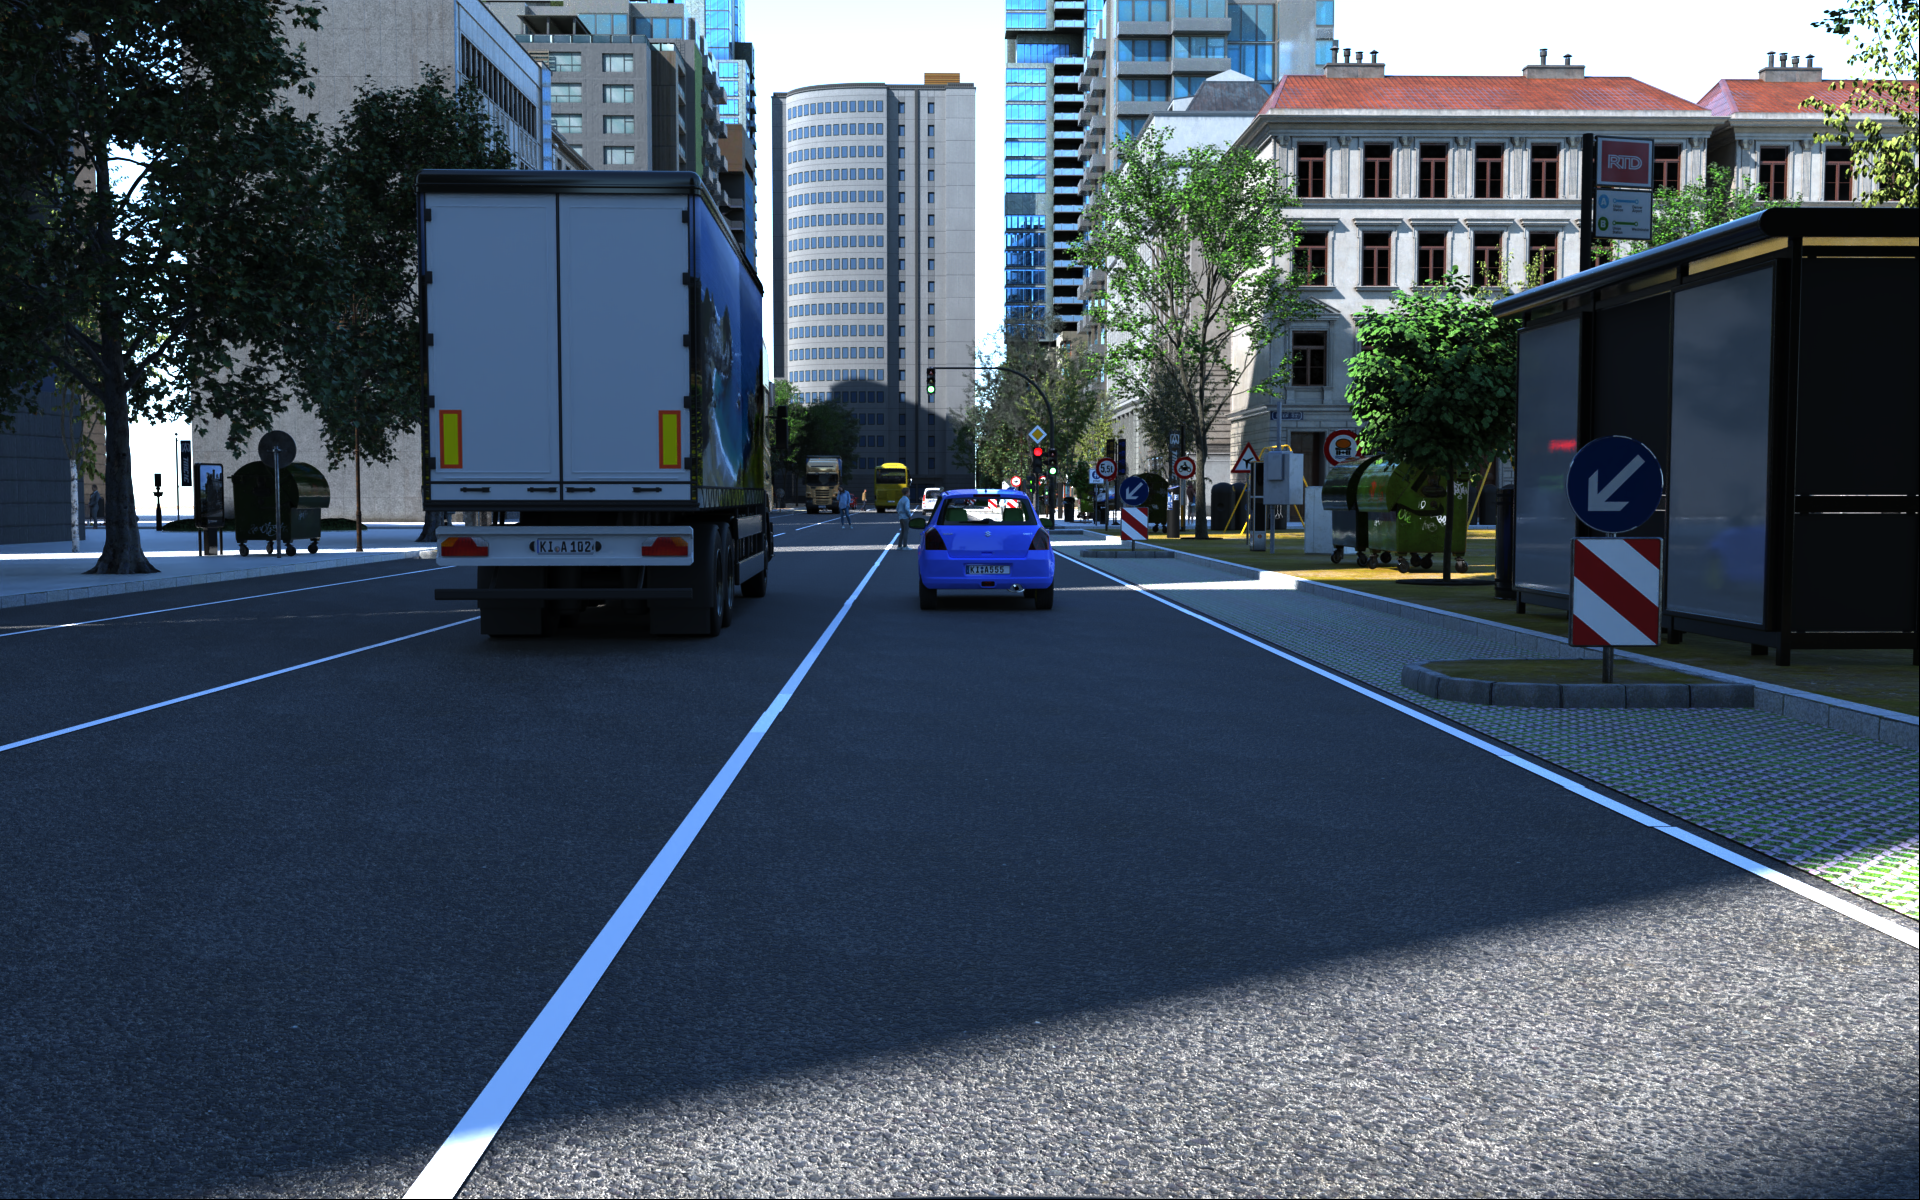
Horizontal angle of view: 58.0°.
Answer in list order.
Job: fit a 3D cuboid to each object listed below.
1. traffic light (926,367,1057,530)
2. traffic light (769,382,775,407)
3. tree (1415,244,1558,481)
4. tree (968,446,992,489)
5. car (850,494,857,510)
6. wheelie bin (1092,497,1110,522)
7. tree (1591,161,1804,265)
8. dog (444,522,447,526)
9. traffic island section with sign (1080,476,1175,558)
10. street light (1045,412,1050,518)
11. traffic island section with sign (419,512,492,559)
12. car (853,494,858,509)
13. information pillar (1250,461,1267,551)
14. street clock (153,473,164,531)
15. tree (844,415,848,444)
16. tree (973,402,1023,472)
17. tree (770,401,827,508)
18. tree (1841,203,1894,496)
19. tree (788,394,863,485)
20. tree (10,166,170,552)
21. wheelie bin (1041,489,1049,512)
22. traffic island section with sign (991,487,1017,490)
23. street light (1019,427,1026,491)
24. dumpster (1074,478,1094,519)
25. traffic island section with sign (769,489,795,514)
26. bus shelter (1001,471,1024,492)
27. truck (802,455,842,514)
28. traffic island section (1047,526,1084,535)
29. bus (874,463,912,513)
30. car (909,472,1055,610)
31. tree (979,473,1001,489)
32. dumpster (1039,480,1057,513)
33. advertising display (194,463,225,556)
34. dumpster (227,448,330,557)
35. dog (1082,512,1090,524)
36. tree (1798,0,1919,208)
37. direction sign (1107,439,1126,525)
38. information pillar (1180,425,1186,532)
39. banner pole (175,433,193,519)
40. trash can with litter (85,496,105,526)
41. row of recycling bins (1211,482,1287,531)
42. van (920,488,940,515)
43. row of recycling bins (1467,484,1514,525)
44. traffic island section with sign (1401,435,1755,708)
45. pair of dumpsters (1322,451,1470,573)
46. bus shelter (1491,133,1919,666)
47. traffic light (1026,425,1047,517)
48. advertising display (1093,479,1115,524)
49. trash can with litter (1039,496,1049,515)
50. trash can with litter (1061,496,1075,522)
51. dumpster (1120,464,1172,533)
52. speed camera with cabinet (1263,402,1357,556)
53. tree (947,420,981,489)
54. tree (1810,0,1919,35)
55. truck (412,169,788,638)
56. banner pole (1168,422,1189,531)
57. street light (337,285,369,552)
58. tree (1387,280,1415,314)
[{"bbox_3d":[1.184,-5.340,61.969,4.771,5.953,1.251,0,4,-1],"label":"traffic light"},{"bbox_3d":[-9.850,-5.825,69.901,4.771,5.953,1.251,0,4,-1],"label":"traffic light"},{"bbox_3d":[16.802,-6.164,51.147,4.737,8.622,4.395,0,3,0],"label":"tree"},{"bbox_3d":[3.059,-14.399,185.780,4.737,8.622,4.395,0,3,0],"label":"tree"},{"bbox_3d":[-10.573,-9.267,160.555,2.155,1.783,4.494,0,3,0],"label":"car"},{"bbox_3d":[6.656,-4.465,80.918,0.980,1.594,0.693,-2,4,-35],"label":"wheelie bin"},{"bbox_3d":[24.345,-7.933,55.462,9.928,11.665,9.643,0,3,0],"label":"tree"},{"bbox_3d":[-20.334,-3.131,68.933,0.550,0.427,0.748,0,4,-7],"label":"dog"},{"bbox_3d":[3.763,-1.882,39.406,1.989,1.847,2.006,0,4,-1],"label":"traffic island section with sign"},{"bbox_3d":[4.727,-7.404,93.851,0.468,5.910,1.993,0,4,-1],"label":"street light"},{"bbox_3d":[-11.060,-1.885,39.449,1.989,1.847,2.006,0,4,-1],"label":"traffic island section with sign"},{"bbox_3d":[-10.973,-9.766,168.721,2.155,1.783,4.494,0,4,-2],"label":"car"},{"bbox_3d":[6.682,-2.098,38.793,0.304,2.012,0.304,0,4,-6],"label":"information pillar"},{"bbox_3d":[-27.953,-3.415,60.401,0.358,2.002,0.471,-2,4,-25],"label":"street clock"},{"bbox_3d":[-16.625,-16.303,192.313,9.928,11.665,9.643,0,3,0],"label":"tree"},{"bbox_3d":[4.402,-13.332,152.392,8.767,10.594,7.601,3,5,44],"label":"tree"},{"bbox_3d":[-17.164,-15.010,179.817,8.767,10.594,7.601,2,4,26],"label":"tree"},{"bbox_3d":[21.903,-5.679,43.221,4.360,8.622,3.978,0,3,0],"label":"tree"},{"bbox_3d":[-17.111,-19.202,220.611,9.857,13.997,8.962,0,3,0],"label":"tree"},{"bbox_3d":[-19.313,-5.366,38.104,4.737,8.622,4.395,0,3,0],"label":"tree"},{"bbox_3d":[5.625,-6.296,110.843,0.980,1.594,0.693,-3,5,-41],"label":"wheelie bin"},{"bbox_3d":[2.675,-5.273,94.843,1.989,1.847,2.006,0,4,-1],"label":"traffic island section with sign"},{"bbox_3d":[4.238,-8.962,119.317,0.468,5.910,1.993,0,4,-1],"label":"street light"},{"bbox_3d":[6.706,-5.321,89.500,1.502,2.255,1.985,0,4,-1],"label":"dumpster"},{"bbox_3d":[-12.688,-6.969,122.575,1.989,1.847,2.006,0,4,-1],"label":"traffic island section with sign"},{"bbox_3d":[4.204,-8.878,139.084,2.014,3.302,5.546,0,4,-1],"label":"bus shelter"},{"bbox_3d":[-10.023,-8.499,127.876,2.839,4.237,11.283,0,4,-3],"label":"truck"},{"bbox_3d":[3.314,-2.446,62.266,2.009,0.180,2.903,0,4,-1],"label":"traffic island section"},{"bbox_3d":[-5.280,-8.853,136.292,2.896,3.916,12.252,0,4,-1],"label":"bus"},{"bbox_3d":[0.291,-0.808,22.805,1.945,1.707,3.694,0,4,-2],"label":"car"},{"bbox_3d":[3.844,-13.313,201.385,4.285,4.588,4.351,0,3,0],"label":"tree"},{"bbox_3d":[5.812,-7.021,117.293,1.502,2.255,1.985,0,4,-1],"label":"dumpster"},{"bbox_3d":[-15.689,-1.896,36.219,0.123,1.923,0.974,0,4,5],"label":"advertising display"},{"bbox_3d":[-14.275,-2.068,36.307,1.502,2.255,1.985,0,4,-1],"label":"dumpster"},{"bbox_3d":[5.467,-3.581,75.382,0.540,0.507,0.406,2,4,35],"label":"dog"},{"bbox_3d":[12.374,-4.310,20.835,4.737,8.622,4.395,0,3,0],"label":"tree"},{"bbox_3d":[6.440,-4.860,71.451,0.876,3.537,0.379,2,4,33],"label":"direction sign"},{"bbox_3d":[7.636,-4.156,59.301,0.183,3.616,0.504,1,4,15],"label":"information pillar"},{"bbox_3d":[-31.733,-4.935,70.712,0.863,3.779,0.401,0,4,7],"label":"banner pole"},{"bbox_3d":[-34.560,-3.622,70.270,2.233,1.210,1.678,-2,4,-35],"label":"trash can with litter"},{"bbox_3d":[10.320,-3.359,62.039,3.534,1.692,1.069,-3,4,-38],"label":"row of recycling bins"},{"bbox_3d":[-1.796,-6.927,120.270,2.013,2.044,4.112,0,4,-1],"label":"van"},{"bbox_3d":[21.561,-3.966,71.963,3.534,1.692,1.069,0,4,-2],"label":"row of recycling bins"},{"bbox_3d":[4.293,-0.234,12.456,1.989,1.847,2.006,0,4,-1],"label":"traffic island section with sign"},{"bbox_3d":[7.535,-1.680,29.961,1.574,2.255,4.437,0,4,-1],"label":"pair of dumpsters"},{"bbox_3d":[6.810,-2.410,17.035,2.179,5.291,8.768,0,4,-1],"label":"bus shelter"},{"bbox_3d":[3.118,-4.967,70.134,0.839,4.253,0.868,0,4,-1],"label":"traffic light"},{"bbox_3d":[6.148,-4.194,73.793,0.974,1.923,0.123,-1,4,-11],"label":"advertising display"},{"bbox_3d":[5.154,-5.923,108.232,0.624,1.170,1.055,2,4,32],"label":"trash can with litter"},{"bbox_3d":[4.999,-4.189,79.870,0.624,1.170,1.055,0,4,5],"label":"trash can with litter"},{"bbox_3d":[6.159,-3.354,57.340,1.502,2.255,1.985,0,4,-1],"label":"dumpster"},{"bbox_3d":[7.457,-2.600,36.840,0.660,3.252,2.038,-3,5,-45],"label":"speed camera with cabinet"},{"bbox_3d":[2.319,-18.134,222.240,9.928,11.665,9.643,0,3,0],"label":"tree"},{"bbox_3d":[20.067,-10.780,32.142,12.611,20.169,13.585,0,3,0],"label":"tree"},{"bbox_3d":[-3.718,-1.939,20.618,2.839,4.237,11.283,0,4,-2],"label":"truck"},{"bbox_3d":[7.577,-4.287,60.117,0.863,3.779,0.401,-2,4,-26],"label":"banner pole"},{"bbox_3d":[-13.365,-4.011,38.370,0.468,5.910,1.993,0,4,-1],"label":"street light"},{"bbox_3d":[16.422,-6.665,59.338,4.737,8.622,4.395,0,3,0],"label":"tree"}]
